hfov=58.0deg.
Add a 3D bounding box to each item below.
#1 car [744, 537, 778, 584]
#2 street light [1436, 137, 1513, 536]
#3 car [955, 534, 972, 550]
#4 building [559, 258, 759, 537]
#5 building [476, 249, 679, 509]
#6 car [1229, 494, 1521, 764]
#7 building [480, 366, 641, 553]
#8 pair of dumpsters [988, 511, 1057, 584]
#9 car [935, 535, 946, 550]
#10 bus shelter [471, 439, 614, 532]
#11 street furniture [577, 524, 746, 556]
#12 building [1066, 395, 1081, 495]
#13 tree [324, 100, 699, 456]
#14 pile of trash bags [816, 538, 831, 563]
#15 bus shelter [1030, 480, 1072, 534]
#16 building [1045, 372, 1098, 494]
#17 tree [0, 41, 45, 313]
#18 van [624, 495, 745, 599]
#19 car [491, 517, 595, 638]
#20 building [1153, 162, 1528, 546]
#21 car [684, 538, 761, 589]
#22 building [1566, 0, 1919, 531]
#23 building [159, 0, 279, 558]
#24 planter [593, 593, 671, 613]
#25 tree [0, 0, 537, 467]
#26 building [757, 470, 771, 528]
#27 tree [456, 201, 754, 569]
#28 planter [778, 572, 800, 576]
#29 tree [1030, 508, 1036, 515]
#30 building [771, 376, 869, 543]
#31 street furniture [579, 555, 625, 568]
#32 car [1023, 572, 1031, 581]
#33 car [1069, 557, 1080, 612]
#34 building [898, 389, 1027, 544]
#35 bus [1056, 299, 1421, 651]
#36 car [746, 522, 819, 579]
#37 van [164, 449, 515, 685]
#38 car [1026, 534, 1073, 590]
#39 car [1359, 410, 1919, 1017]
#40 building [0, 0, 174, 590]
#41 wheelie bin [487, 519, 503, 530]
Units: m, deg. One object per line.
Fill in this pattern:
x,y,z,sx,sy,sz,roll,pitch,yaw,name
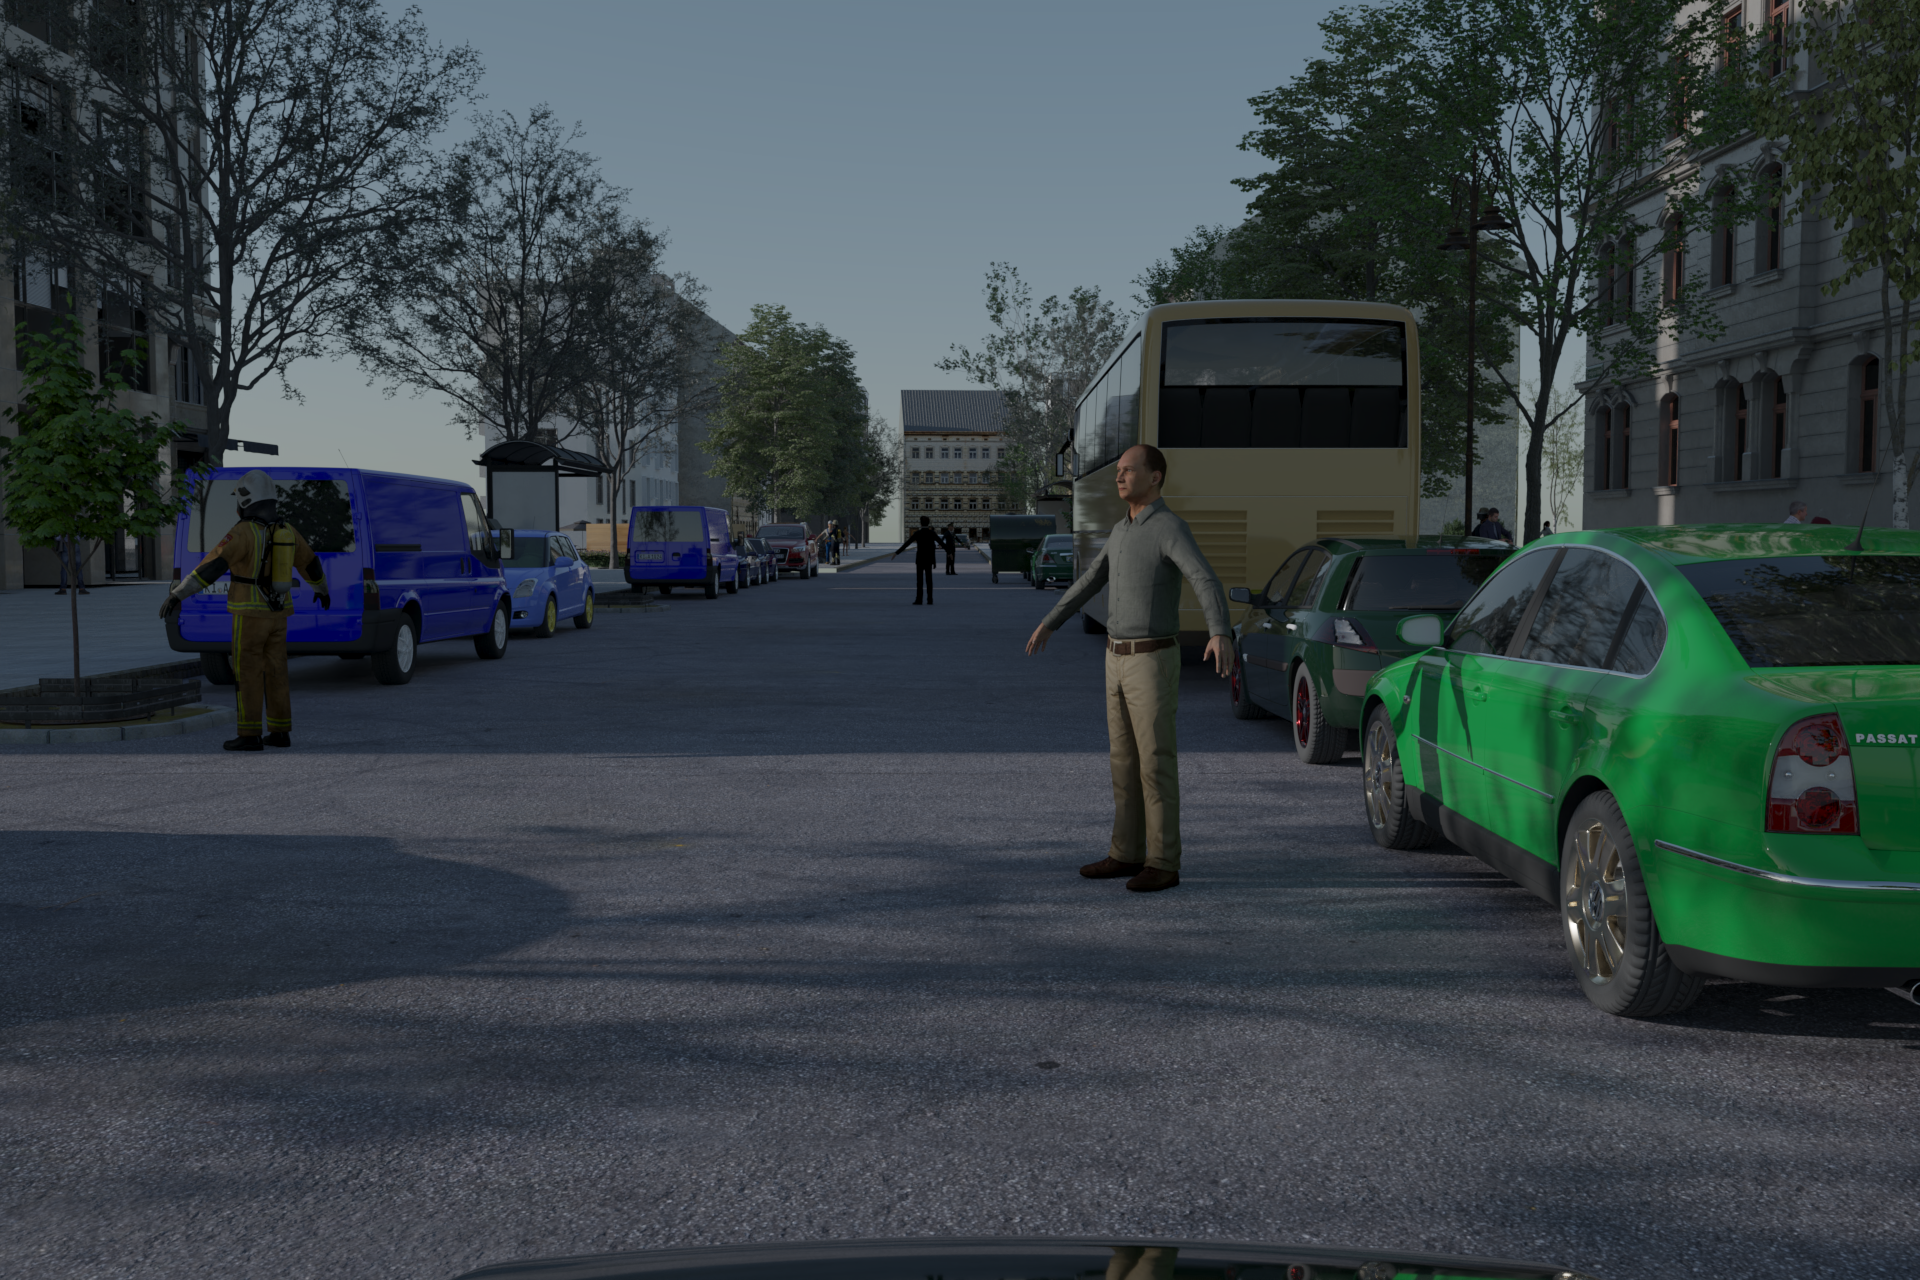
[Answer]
-6.358,-2.339,50.816,1.945,1.354,3.894,0,3,0,car
6.111,-2.932,20.726,0.468,5.910,1.993,0,4,0,street light
0.077,-9.072,158.120,2.009,1.686,4.222,0,4,-1,car
-26.766,-18.987,141.366,19.493,23.208,18.063,0,4,0,building
-25.896,-15.881,116.076,16.016,20.090,11.380,0,4,-1,building
2.977,-0.146,12.181,2.009,1.686,4.222,0,3,0,car
-22.769,-9.640,99.762,9.099,9.664,28.070,0,4,1,building
3.037,-2.779,50.388,4.436,2.255,1.574,0,4,0,pair of dumpsters
-1.818,-7.720,138.588,2.083,1.381,4.827,0,4,0,car
-9.477,-2.811,39.886,2.014,3.302,5.546,0,4,-1,bus shelter
-13.100,-4.115,74.128,11.010,1.723,9.812,3,5,42,street furniture
22.451,-22.984,206.715,19.493,23.208,18.063,0,4,0,building
-12.606,-8.508,49.478,12.009,13.543,11.850,0,3,0,tree
-6.662,-4.050,75.977,1.912,1.369,3.447,0,4,2,pile of trash bags
3.922,-4.512,67.687,2.014,3.302,5.546,0,4,-1,bus shelter
25.390,-23.929,235.208,27.936,21.610,32.646,0,3,0,building
-12.373,-4.122,17.755,4.360,8.622,3.978,0,3,0,tree
-6.272,-2.166,39.791,2.240,2.365,5.245,0,4,0,van
-6.453,-0.942,24.997,1.945,1.707,3.694,0,4,0,car
22.379,-16.866,106.680,19.493,23.208,18.063,0,4,0,building
-6.409,-2.093,46.808,1.945,1.354,3.894,0,4,0,car
24.777,-15.454,40.061,14.401,28.519,23.554,0,4,0,building
-30.501,-18.780,53.165,12.429,33.558,17.177,0,4,0,building
-6.479,-0.688,32.381,1.991,0.319,1.994,0,4,0,planter
-12.239,-7.221,28.431,12.009,13.543,11.850,0,3,0,tree
-26.181,-15.759,199.814,9.099,9.664,28.070,0,4,0,building
-12.744,-9.366,63.511,12.009,13.543,11.850,0,3,0,tree
-6.465,-2.403,60.421,1.991,0.319,1.994,0,4,1,planter
12.455,-19.036,261.600,4.737,8.622,4.395,0,3,0,tree
-27.190,-24.040,237.034,27.936,21.610,32.646,0,3,0,building
-12.968,-3.142,67.001,10.072,0.657,5.734,0,4,-3,street furniture
2.938,-2.586,54.080,2.131,1.459,4.920,0,4,0,car
2.946,-1.118,30.280,2.014,1.417,4.499,0,4,0,car
0.076,-26.238,262.382,18.063,23.208,19.493,0,4,-4,building
2.931,-1.840,21.631,2.896,3.916,12.252,0,4,0,bus
-5.775,-2.932,56.615,2.281,1.827,5.304,0,4,0,car
-6.192,-0.839,18.109,2.240,2.365,5.245,0,4,0,van
2.854,-2.102,46.164,2.131,1.459,4.920,0,3,0,car
2.778,0.140,6.514,1.959,1.807,4.718,0,4,0,car
-29.835,-13.696,27.128,19.350,26.588,34.151,0,4,-1,building
-9.661,-1.705,35.789,0.693,1.594,0.980,0,4,1,wheelie bin
